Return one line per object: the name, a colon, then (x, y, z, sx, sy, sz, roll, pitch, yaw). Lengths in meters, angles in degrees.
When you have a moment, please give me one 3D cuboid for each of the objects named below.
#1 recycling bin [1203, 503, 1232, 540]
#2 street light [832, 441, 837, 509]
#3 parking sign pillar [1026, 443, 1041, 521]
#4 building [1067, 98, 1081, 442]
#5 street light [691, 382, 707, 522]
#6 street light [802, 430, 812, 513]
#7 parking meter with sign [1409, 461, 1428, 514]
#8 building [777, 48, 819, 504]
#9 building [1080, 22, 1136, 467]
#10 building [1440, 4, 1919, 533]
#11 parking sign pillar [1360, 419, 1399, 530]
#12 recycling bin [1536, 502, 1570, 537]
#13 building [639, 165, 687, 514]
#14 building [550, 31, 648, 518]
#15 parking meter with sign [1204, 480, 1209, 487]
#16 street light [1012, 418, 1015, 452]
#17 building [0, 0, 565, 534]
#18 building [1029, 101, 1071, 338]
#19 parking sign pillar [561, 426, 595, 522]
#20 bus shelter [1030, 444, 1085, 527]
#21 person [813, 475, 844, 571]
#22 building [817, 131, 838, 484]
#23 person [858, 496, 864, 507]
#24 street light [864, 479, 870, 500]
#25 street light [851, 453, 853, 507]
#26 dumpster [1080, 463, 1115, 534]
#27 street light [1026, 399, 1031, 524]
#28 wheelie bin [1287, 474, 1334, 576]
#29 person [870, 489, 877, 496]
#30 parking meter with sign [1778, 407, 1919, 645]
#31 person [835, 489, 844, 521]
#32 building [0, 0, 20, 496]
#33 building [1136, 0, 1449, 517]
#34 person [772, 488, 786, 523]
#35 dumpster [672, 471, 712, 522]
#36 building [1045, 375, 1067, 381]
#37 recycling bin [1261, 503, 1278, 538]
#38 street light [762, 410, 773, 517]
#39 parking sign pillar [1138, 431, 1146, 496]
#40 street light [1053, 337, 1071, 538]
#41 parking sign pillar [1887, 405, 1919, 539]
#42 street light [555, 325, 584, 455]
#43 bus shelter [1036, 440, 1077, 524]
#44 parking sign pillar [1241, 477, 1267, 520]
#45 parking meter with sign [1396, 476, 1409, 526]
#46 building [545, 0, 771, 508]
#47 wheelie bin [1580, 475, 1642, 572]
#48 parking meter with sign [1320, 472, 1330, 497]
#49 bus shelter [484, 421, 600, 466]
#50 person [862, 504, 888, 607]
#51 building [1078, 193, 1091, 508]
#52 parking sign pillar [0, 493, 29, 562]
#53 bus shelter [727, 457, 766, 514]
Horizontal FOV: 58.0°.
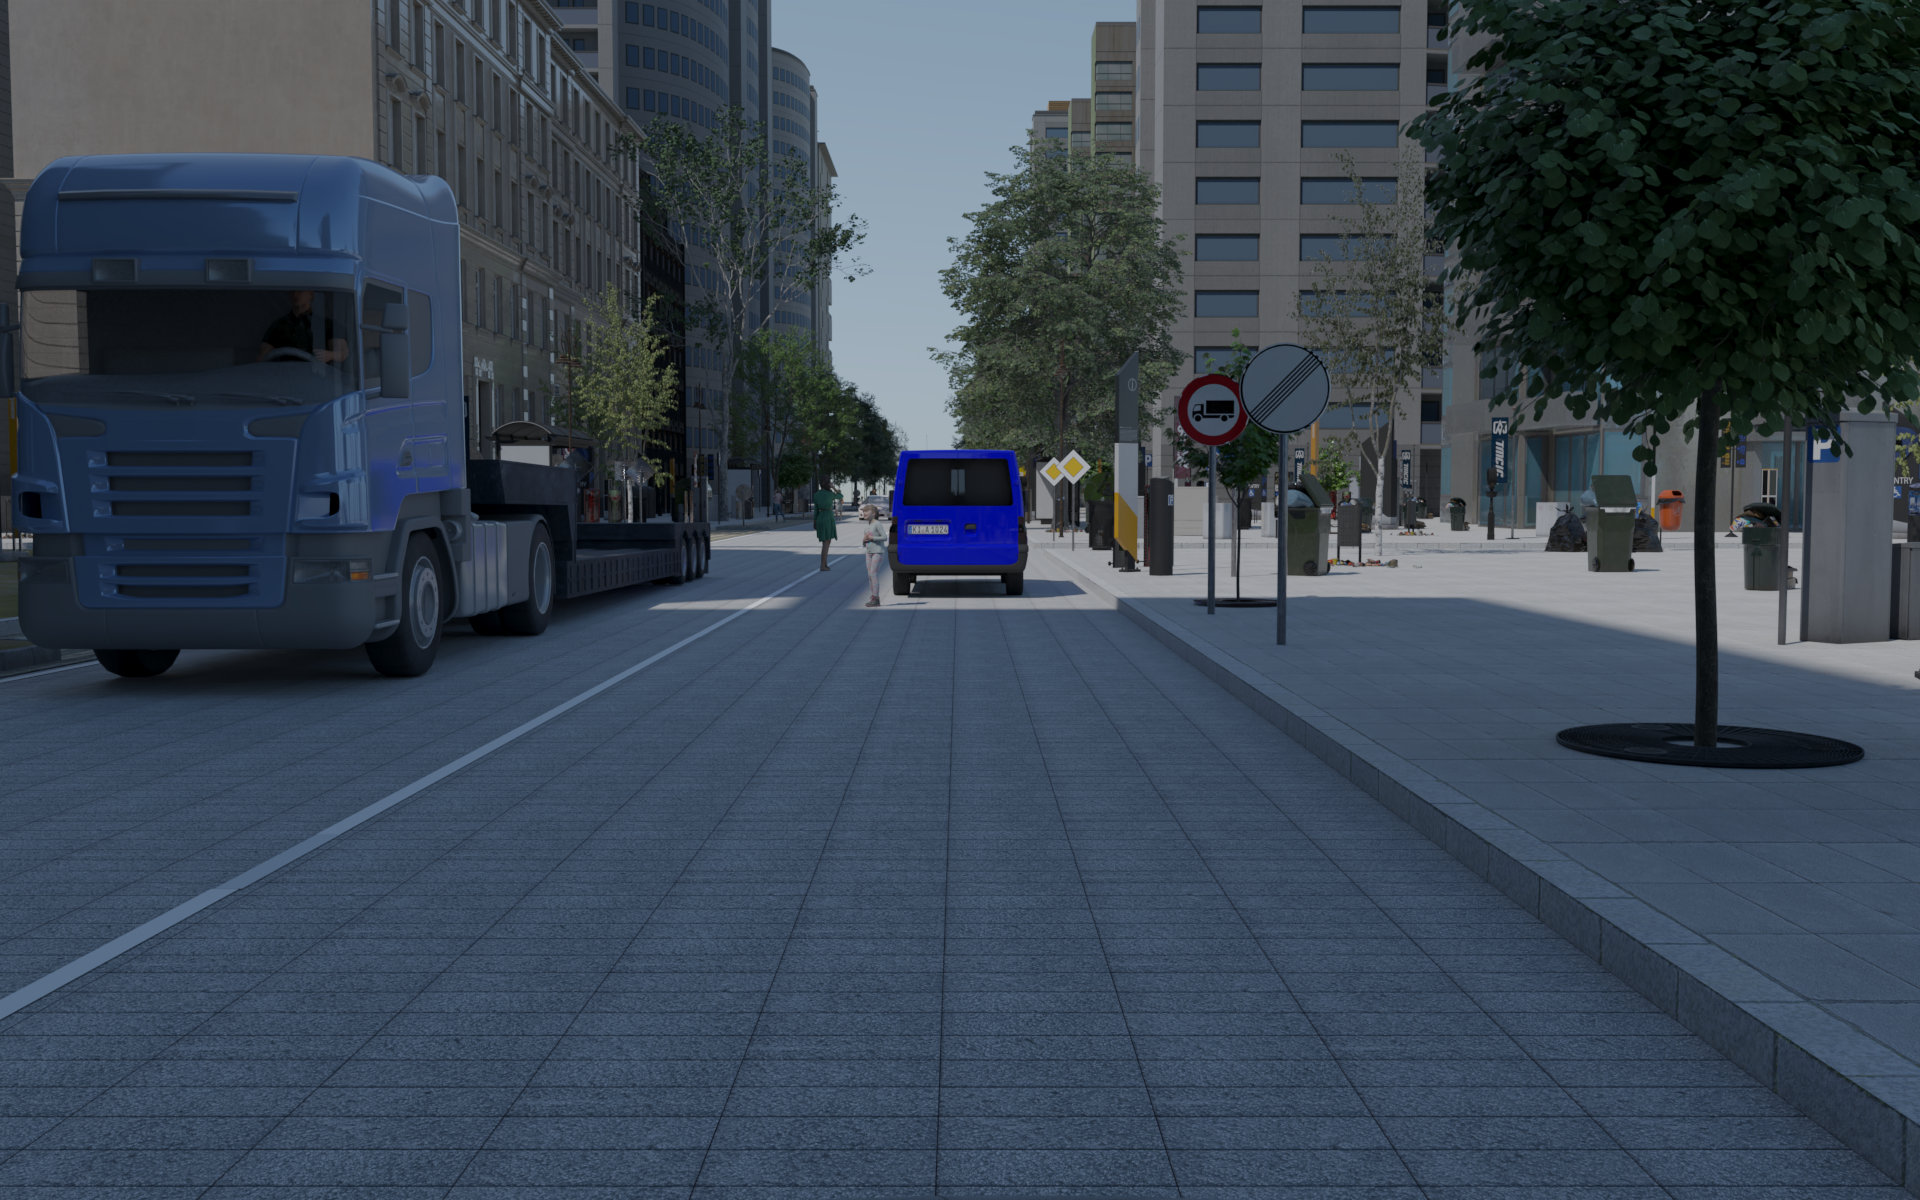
recycling bin: (7.404, -2.249, 49.320, 0.722, 1.027, 0.722, 3, 5, 45)
street light: (-10.697, -10.690, 147.562, 0.468, 5.910, 1.993, 0, 3, 0)
parking sign pillar: (3.483, -5.815, 83.550, 1.447, 3.967, 1.447, 0, 4, -7)
building: (18.235, -30.504, 182.334, 14.154, 41.232, 14.086, 0, 3, 0)
street light: (-10.717, -6.033, 71.429, 0.468, 5.910, 1.993, 0, 3, 0)
street light: (-10.657, -8.945, 119.046, 0.468, 5.910, 1.993, 0, 3, 0)
parking meter with sign: (23.928, -5.856, 92.004, 1.738, 3.016, 0.543, 1, 4, 15)
building: (-30.196, -41.876, 226.674, 21.231, 58.520, 28.212, 0, 3, 0)
building: (18.480, -28.777, 154.100, 14.154, 41.232, 14.086, 0, 3, 0)
building: (34.216, -27.311, 66.146, 30.456, 49.044, 23.786, 0, 3, 0)
parking sign pillar: (15.122, -4.530, 62.538, 1.447, 3.967, 1.447, -3, 5, -44)
recycling bin: (17.899, -2.430, 52.288, 0.722, 1.027, 0.722, -3, 4, -37)
building: (-25.229, -17.299, 112.520, 12.332, 23.373, 15.834, 0, 3, 0)
building: (-24.755, -18.012, 91.753, 12.463, 27.353, 25.104, 0, 3, 0)
parking meter with sign: (12.577, -5.581, 87.507, 0.543, 3.016, 1.738, 1, 4, 18)
street light: (3.077, -7.674, 98.256, 0.468, 5.910, 1.993, 0, 3, 0)
building: (-24.019, -16.459, 66.373, 12.463, 27.353, 25.104, 0, 3, 0)
building: (21.132, -44.289, 266.115, 21.231, 58.520, 28.212, 0, 3, 0)
parking sign pillar: (-15.065, -4.877, 68.212, 1.447, 3.967, 1.447, 1, 4, 19)
bus shelter: (3.925, -4.663, 70.162, 2.014, 3.302, 5.546, 0, 3, 0)
person: (-2.532, -1.450, 32.449, 0.600, 1.795, 0.529, 2, 4, 23)
building: (-32.990, -40.698, 254.651, 28.713, 52.752, 27.495, 0, 3, 0)
person: (-6.341, -5.990, 110.708, 0.425, 1.301, 0.394, -1, 4, -10)
street light: (-10.696, -13.548, 194.297, 0.468, 5.910, 1.993, 0, 3, 0)
street light: (-10.662, -12.119, 170.930, 0.468, 5.910, 1.993, 0, 3, 0)
dumpster: (4.651, -3.242, 55.495, 1.502, 2.255, 1.985, 0, 3, 0)
street light: (2.970, -6.245, 74.888, 0.468, 5.910, 1.993, 0, 3, 0)
wheelie bin: (5.446, -1.184, 27.274, 0.693, 1.594, 0.980, 2, 4, 31)
person: (-6.803, -7.902, 137.712, 1.348, 1.821, 0.705, -2, 4, -33)
parking meter with sign: (7.731, -1.146, 14.994, 1.738, 3.016, 0.543, -2, 4, -26)
person: (-6.500, -5.126, 93.321, 0.522, 1.701, 0.512, 1, 4, 11)
building: (-47.801, -17.230, 59.211, 29.804, 29.767, 11.434, 0, 3, 0)
building: (21.345, -34.494, 105.980, 21.231, 58.520, 28.212, 0, 3, 0)
person: (-9.008, -4.721, 86.272, 0.643, 1.750, 0.593, 2, 4, 34)
dumpster: (-11.491, -4.387, 74.223, 1.502, 2.255, 1.985, 0, 4, 0)
building: (25.601, -24.024, 237.836, 27.650, 21.520, 28.899, 0, 3, 0)
recycling bin: (9.380, -2.374, 51.368, 0.722, 1.027, 0.722, 0, 4, -7)
street light: (-10.616, -7.516, 95.679, 0.468, 5.910, 1.993, 0, 3, 0)
parking sign pillar: (7.023, -5.051, 71.064, 1.447, 3.967, 1.447, -3, 4, -38)
street light: (2.994, -4.783, 50.997, 0.468, 5.910, 1.993, 0, 3, 0)
parking sign pillar: (27.048, -3.752, 49.819, 1.447, 3.967, 1.447, -2, 4, -30)
street light: (-10.684, -4.569, 47.491, 0.468, 5.910, 1.993, 0, 3, 0)
bus shelter: (4.293, -5.249, 77.102, 1.731, 3.624, 6.357, 0, 3, 0)
parking sign pillar: (14.604, -5.963, 85.963, 1.447, 3.967, 1.447, -3, 5, -40)
parking meter with sign: (17.122, -4.418, 68.488, 0.543, 3.016, 1.738, 2, 4, 31)
building: (-29.723, -38.038, 163.927, 21.231, 58.520, 28.212, 0, 3, 0)
wheelie bin: (10.697, -1.265, 28.584, 0.980, 1.594, 0.693, 0, 4, 0)
parking meter with sign: (14.709, -4.615, 71.712, 0.543, 3.016, 1.738, -2, 4, -30)
bus shelter: (-12.073, -3.459, 50.478, 2.014, 3.302, 5.546, 0, 4, 0)
person: (-1.112, -0.570, 22.105, 0.425, 1.301, 0.394, 2, 4, 32)
building: (18.367, -24.269, 168.498, 14.160, 30.474, 14.107, 0, 3, 0)
parking sign pillar: (-18.561, -2.717, 32.891, 1.447, 3.967, 1.447, -2, 4, -35)
bus shelter: (-12.176, -6.330, 97.420, 2.014, 3.302, 5.546, 0, 4, 0)
